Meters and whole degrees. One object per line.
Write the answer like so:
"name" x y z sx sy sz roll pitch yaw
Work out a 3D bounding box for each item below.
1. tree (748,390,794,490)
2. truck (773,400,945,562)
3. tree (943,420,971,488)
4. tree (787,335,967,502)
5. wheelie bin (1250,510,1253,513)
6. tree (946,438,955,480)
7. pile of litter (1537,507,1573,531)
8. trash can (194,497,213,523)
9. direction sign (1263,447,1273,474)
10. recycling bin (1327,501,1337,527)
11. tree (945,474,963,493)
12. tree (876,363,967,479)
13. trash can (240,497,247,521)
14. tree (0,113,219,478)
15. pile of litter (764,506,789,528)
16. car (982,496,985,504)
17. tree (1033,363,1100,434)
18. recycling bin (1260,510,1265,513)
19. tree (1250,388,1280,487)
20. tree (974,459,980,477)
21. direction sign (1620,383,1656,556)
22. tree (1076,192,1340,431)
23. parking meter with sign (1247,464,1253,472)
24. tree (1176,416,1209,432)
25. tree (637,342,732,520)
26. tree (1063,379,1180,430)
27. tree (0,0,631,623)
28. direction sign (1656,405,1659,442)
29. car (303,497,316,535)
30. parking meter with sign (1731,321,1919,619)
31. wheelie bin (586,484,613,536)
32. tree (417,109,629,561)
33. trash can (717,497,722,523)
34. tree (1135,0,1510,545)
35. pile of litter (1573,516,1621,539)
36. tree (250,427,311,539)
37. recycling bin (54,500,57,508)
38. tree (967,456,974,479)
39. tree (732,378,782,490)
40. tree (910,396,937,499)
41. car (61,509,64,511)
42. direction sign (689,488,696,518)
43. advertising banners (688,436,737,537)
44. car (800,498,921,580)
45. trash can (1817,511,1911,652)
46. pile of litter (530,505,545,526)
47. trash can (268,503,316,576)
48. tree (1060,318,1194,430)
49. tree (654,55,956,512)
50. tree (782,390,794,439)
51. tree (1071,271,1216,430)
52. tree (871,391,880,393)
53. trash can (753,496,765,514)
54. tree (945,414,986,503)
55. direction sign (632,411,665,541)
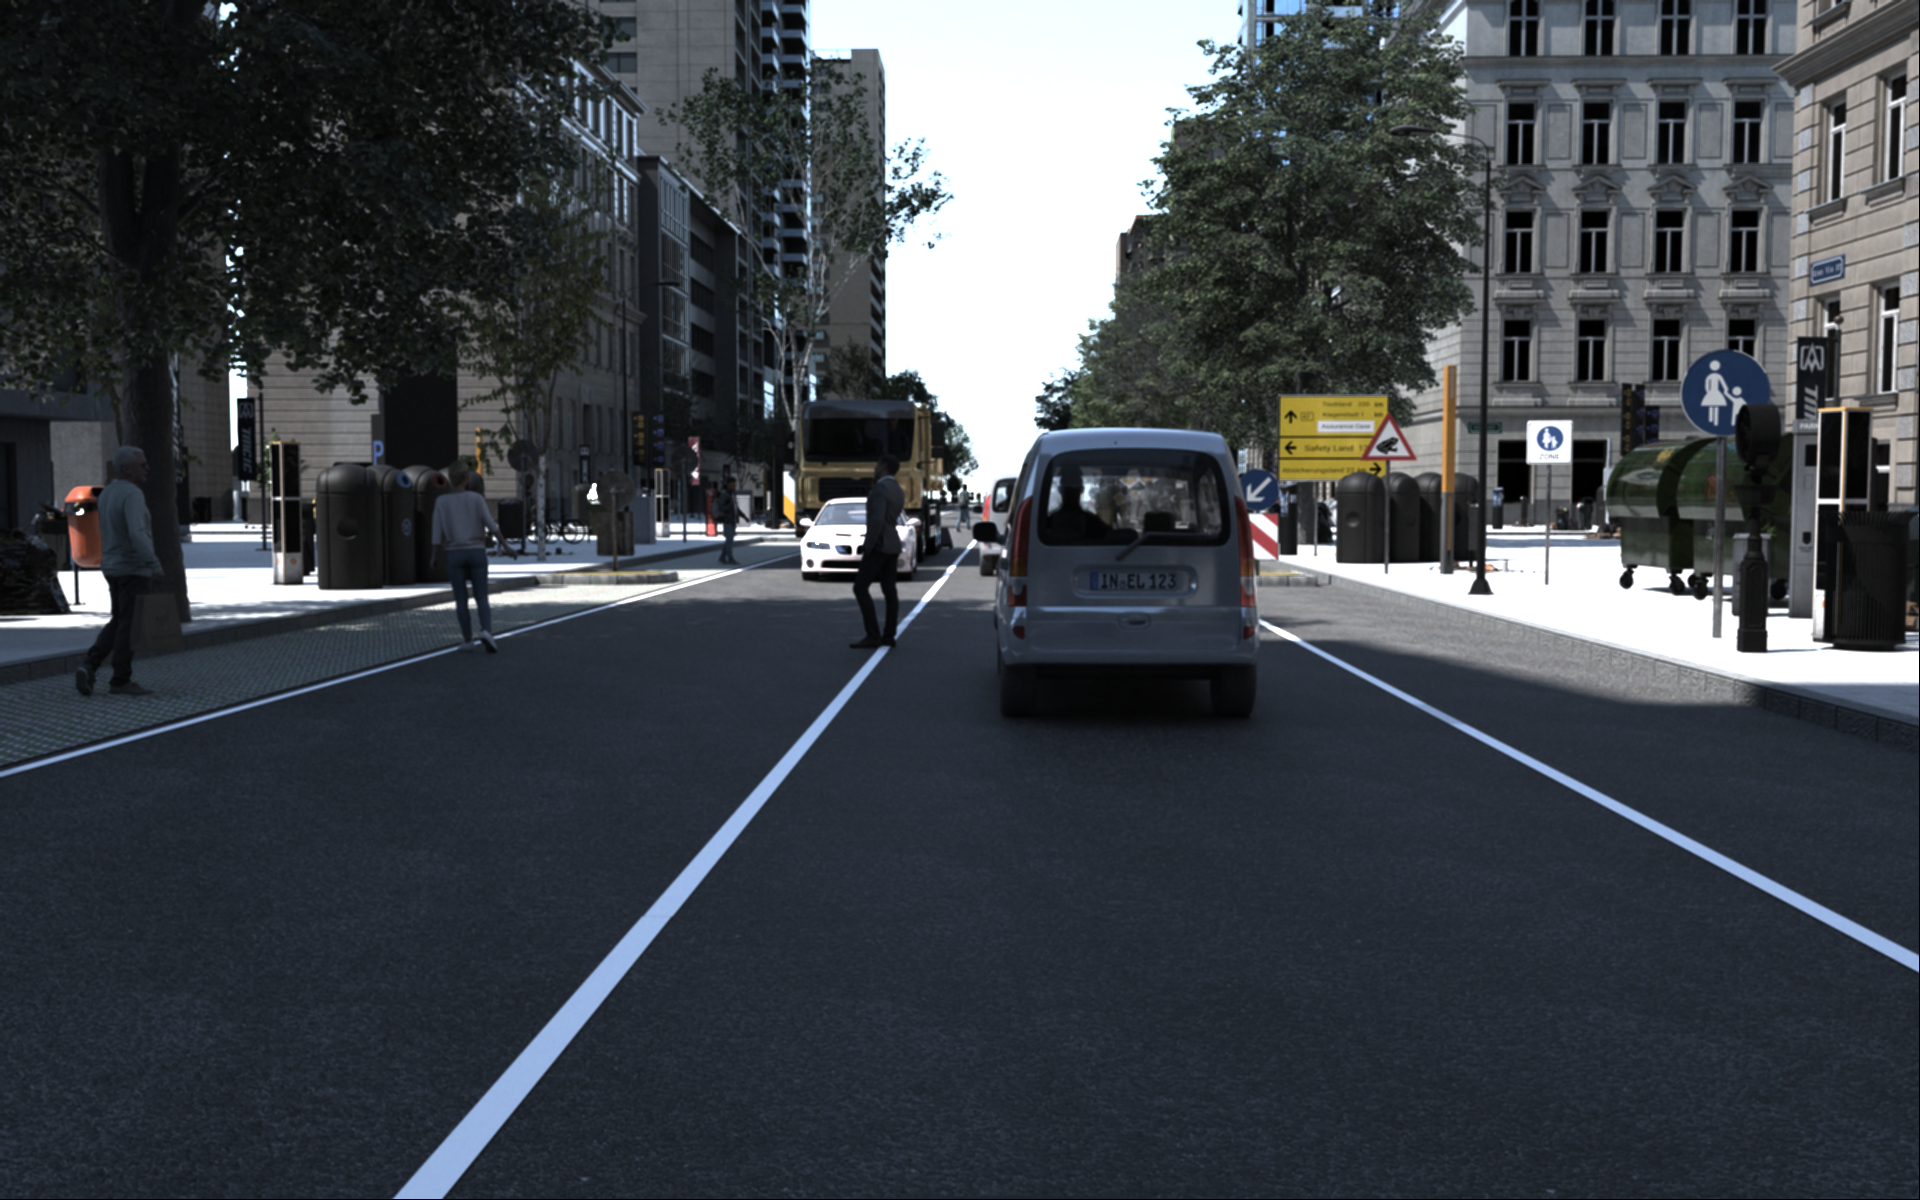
"tree" -13.043 -10.488 121.844 4.737 8.622 4.395 0 3 0
"truck" -1.890 -2.604 38.503 3.469 3.379 9.791 0 4 2
"tree" -2.237 -18.780 232.815 9.928 11.665 9.643 0 3 0
"tree" -5.558 -10.200 101.183 8.767 10.594 7.601 -3 5 -43
"wheelie bin" 17.680 -5.996 105.939 0.693 1.594 0.980 0 4 -7
"tree" -2.517 -15.559 204.746 4.360 8.622 3.978 0 3 0
"pile of litter" 21.116 -2.856 60.657 1.176 0.858 1.719 -3 5 -44
"trash can" -33.721 -4.010 77.223 0.748 1.137 0.748 0 3 0
"direction sign" 14.982 -5.647 84.320 0.379 3.537 0.876 3 5 40
"recycling bin" 14.752 -3.351 67.346 0.722 1.027 0.722 -2 4 -26
"tree" -1.068 -17.925 276.789 4.285 4.588 4.351 0 3 0
"tree" -4.626 -14.394 152.343 9.611 12.733 9.660 0 3 0
"trash can" -33.421 -4.264 81.376 0.748 1.137 0.748 0 3 0
"tree" -15.517 -4.991 31.959 4.737 8.622 4.395 0 3 0
"pile of litter" -6.864 -3.139 65.285 1.176 0.858 1.719 1 4 9
"car" 4.124 -14.015 241.510 2.083 1.381 4.827 0 4 1
"tree" 11.632 -15.979 167.911 9.857 13.997 8.962 0 3 0
"recycling bin" 14.270 -4.145 80.325 0.722 1.027 0.722 2 4 26
"tree" 17.521 -8.893 95.764 4.360 8.622 3.978 0 3 0
"tree" -0.282 -21.933 293.018 8.767 10.594 7.601 1 4 19
"direction sign" 13.827 -2.671 35.661 0.876 3.537 0.379 -3 5 -40
"tree" 9.550 -9.583 67.053 12.009 13.543 11.850 0 3 0
"parking meter with sign" 17.265 -6.272 98.804 1.738 3.016 0.543 3 4 36
"tree" 16.559 -11.016 130.480 4.737 8.622 4.395 0 3 0
"tree" -13.524 -8.212 84.627 4.360 8.622 3.978 0 3 0
"tree" 11.119 -11.439 121.435 8.767 10.594 7.601 -2 4 -35
"tree" -7.938 -6.743 16.911 9.857 13.997 8.962 0 3 0
"direction sign" 17.394 -3.199 44.307 0.876 3.537 0.379 0 4 4
"car" -19.736 -2.885 57.397 3.980 1.641 2.015 0 4 3
"parking meter with sign" 8.933 -1.319 17.828 1.738 3.016 0.543 2 4 27
"wheelie bin" -11.051 -2.779 53.341 0.980 1.594 0.693 1 4 14
"tree" -8.215 -5.067 33.205 4.737 8.622 4.395 0 3 0
"trash can" -10.405 -3.946 76.166 0.748 1.137 0.748 0 3 0
"tree" 8.610 -8.363 43.390 9.857 13.997 8.962 0 3 0
"pile of litter" 18.780 -2.188 49.744 1.176 0.858 1.719 -2 4 -33
"tree" -19.814 -3.384 49.925 1.663 3.219 1.824 0 3 0
"recycling bin" -61.120 -6.336 116.151 0.722 1.027 0.722 -1 4 -11
"tree" -3.923 -14.622 173.479 7.601 10.594 8.767 -1 4 -19
"tree" -13.394 -9.497 105.632 4.360 8.622 3.978 0 3 0
"tree" -4.260 -10.856 127.865 4.360 8.622 3.978 0 3 0
"car" -27.824 -2.937 57.056 4.494 1.783 2.155 0 4 3
"direction sign" -14.619 -6.268 94.471 0.876 3.537 0.379 2 4 29
"advertising banners" -7.464 -3.418 52.070 2.074 3.025 0.090 3 5 40
"car" -1.707 -1.095 30.267 2.083 1.381 4.827 0 4 0
"trash can" 7.470 -0.161 14.284 0.748 1.137 0.748 0 3 0
"pile of litter" -17.595 -3.473 70.753 1.176 0.858 1.719 2 4 30
"trash can" -10.458 -0.951 27.194 0.748 1.137 0.748 0 3 0
"tree" 9.631 -10.469 96.922 9.928 11.665 9.643 0 3 0
"tree" -5.613 -13.275 72.938 12.611 20.169 13.585 0 3 0
"tree" -11.407 -9.870 111.733 4.360 8.622 3.978 0 3 0
"tree" 9.420 -10.413 88.377 7.486 12.596 7.792 0 3 0
"tree" -5.562 -10.274 118.347 4.737 8.622 4.395 0 3 0
"trash can" -12.683 -5.964 109.159 0.748 1.137 0.748 0 3 0
"tree" -1.185 -21.601 263.539 12.009 13.543 11.850 0 3 0
"direction sign" -8.494 -3.384 47.326 0.876 3.537 0.379 0 4 3
